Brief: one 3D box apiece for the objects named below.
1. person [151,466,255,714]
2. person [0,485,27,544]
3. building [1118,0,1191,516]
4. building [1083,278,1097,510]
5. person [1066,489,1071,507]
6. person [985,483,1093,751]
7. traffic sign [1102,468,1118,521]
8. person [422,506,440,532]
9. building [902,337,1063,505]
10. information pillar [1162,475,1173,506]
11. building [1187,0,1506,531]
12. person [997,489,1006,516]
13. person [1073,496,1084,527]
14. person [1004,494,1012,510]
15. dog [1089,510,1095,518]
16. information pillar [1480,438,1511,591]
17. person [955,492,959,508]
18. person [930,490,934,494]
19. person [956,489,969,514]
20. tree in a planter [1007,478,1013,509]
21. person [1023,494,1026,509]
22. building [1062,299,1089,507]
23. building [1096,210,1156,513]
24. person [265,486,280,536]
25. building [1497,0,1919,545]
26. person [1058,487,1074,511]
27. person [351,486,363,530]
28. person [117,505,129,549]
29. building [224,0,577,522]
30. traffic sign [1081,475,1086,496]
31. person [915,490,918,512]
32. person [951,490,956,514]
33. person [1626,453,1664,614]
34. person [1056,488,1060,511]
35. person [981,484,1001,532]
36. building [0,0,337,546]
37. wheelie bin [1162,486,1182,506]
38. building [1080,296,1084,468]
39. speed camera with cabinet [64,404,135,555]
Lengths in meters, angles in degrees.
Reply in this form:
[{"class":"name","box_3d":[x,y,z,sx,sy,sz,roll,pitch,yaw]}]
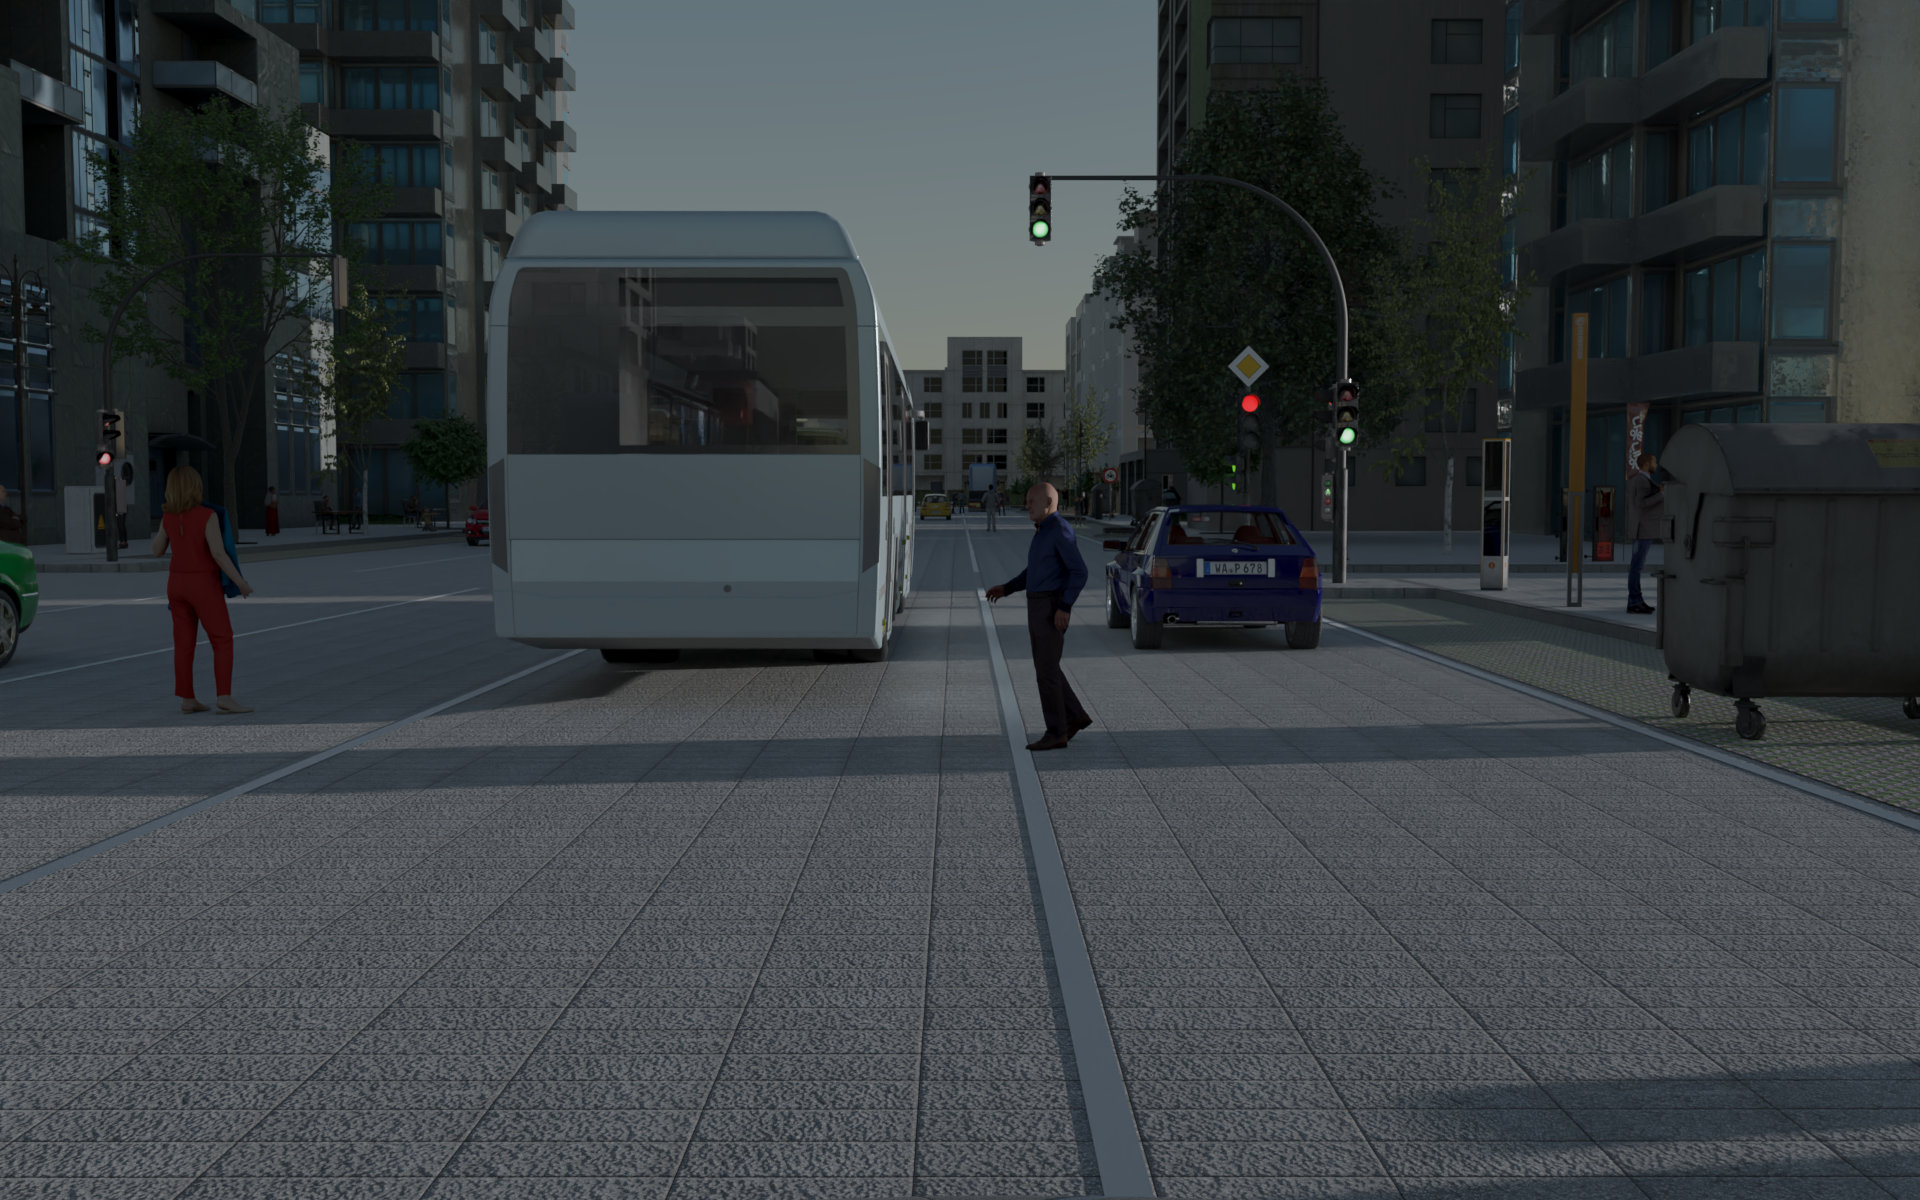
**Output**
[{"class":"person","box_3d":[-4.972,-0.071,11.363,0.593,1.614,0.444,3,4,38]},{"class":"person","box_3d":[-11.264,-0.594,20.484,0.388,1.546,0.482,-1,4,-12]},{"class":"building","box_3d":[20.205,-40.253,96.392,20.563,71.187,20.611,0,3,0]},{"class":"building","box_3d":[18.103,-16.899,132.715,16.016,20.091,11.380,0,3,0]},{"class":"person","box_3d":[10.332,-9.719,165.665,0.721,1.735,1.217,-2,4,-24]},{"class":"person","box_3d":[0.440,0.085,9.809,0.600,1.496,0.574,0,4,8]},{"class":"traffic sign","box_3d":[7.265,-5.112,83.688,0.768,2.556,0.104,0,4,7]},{"class":"person","box_3d":[-18.102,-2.770,59.260,0.695,0.859,0.347,1,4,21]},{"class":"building","box_3d":[-1.441,-20.592,203.137,31.486,18.905,16.747,0,3,0]},{"class":"information pillar","box_3d":[7.856,-3.734,65.549,0.304,2.012,0.304,3,5,39]},{"class":"building","box_3d":[15.616,-23.387,65.974,14.154,41.232,14.086,0,3,0]},{"class":"person","box_3d":[2.683,-6.372,113.129,0.683,1.767,0.568,0,4,-1]},{"class":"person","box_3d":[5.195,-3.884,75.905,0.435,1.345,0.340,-2,4,-28]},{"class":"person","box_3d":[4.365,-8.909,157.390,0.991,1.433,0.599,-2,4,-31]},{"class":"dog","box_3d":[7.275,-4.911,94.668,0.513,0.831,0.800,-2,4,-30]},{"class":"information pillar","box_3d":[7.130,-1.136,23.069,0.304,2.012,0.304,2,4,30]},{"class":"person","box_3d":[-0.356,-10.317,178.649,0.415,1.643,0.593,3,4,38]},{"class":"person","box_3d":[-2.372,-8.358,145.252,1.348,1.812,0.705,1,4,17]},{"class":"person","box_3d":[0.119,-7.225,126.719,1.350,1.814,0.705,2,4,27]},{"class":"tree in a planter","box_3d":[5.336,-10.080,162.029,1.991,3.239,1.994,0,3,0]},{"class":"person","box_3d":[5.758,-8.730,154.487,0.557,1.426,1.065,0,4,-3]},{"class":"building","box_3d":[19.419,-18.304,165.723,16.747,18.905,31.486,0,3,0]},{"class":"building","box_3d":[18.228,-16.204,121.357,16.016,20.091,11.380,0,3,0]},{"class":"person","box_3d":[-20.966,-2.705,52.744,0.523,1.526,0.387,2,4,26]},{"class":"building","box_3d":[30.851,-26.151,47.176,30.456,49.044,23.786,0,3,0]},{"class":"person","box_3d":[8.015,-7.731,132.453,1.348,1.822,0.705,0,4,-3]},{"class":"person","box_3d":[-21.594,-3.286,61.986,0.429,1.552,0.499,1,4,22]},{"class":"person","box_3d":[-19.596,-2.009,40.352,0.415,1.643,0.593,-2,4,-32]},{"class":"building","box_3d":[-33.214,-28.870,91.630,23.786,49.044,30.456,0,3,0]},{"class":"traffic sign","box_3d":[7.650,-6.443,105.454,0.768,2.556,0.104,0,4,1]},{"class":"person","box_3d":[-3.635,-7.875,137.970,0.721,1.743,1.217,0,4,6]},{"class":"person","box_3d":[-0.441,-7.052,124.717,0.530,1.710,0.541,2,4,25]},{"class":"person","box_3d":[7.406,-0.720,18.636,0.431,1.722,0.655,1,4,17]},{"class":"person","box_3d":[7.447,-7.794,134.190,0.721,1.743,1.217,1,4,22]},{"class":"person","box_3d":[1.216,-3.517,66.144,0.875,1.805,0.789,0,4,-4]},{"class":"building","box_3d":[-34.282,-45.208,51.829,22.319,86.520,31.000,0,3,0]},{"class":"wheelie bin","box_3d":[7.910,-3.480,64.801,0.693,1.594,0.980,0,4,-5]},{"class":"building","box_3d":[18.173,-17.594,144.074,16.016,20.091,11.380,0,3,0]},{"class":"speed camera with cabinet","box_3d":[-18.633,-2.642,37.528,0.660,3.252,2.038,0,4,0]}]
